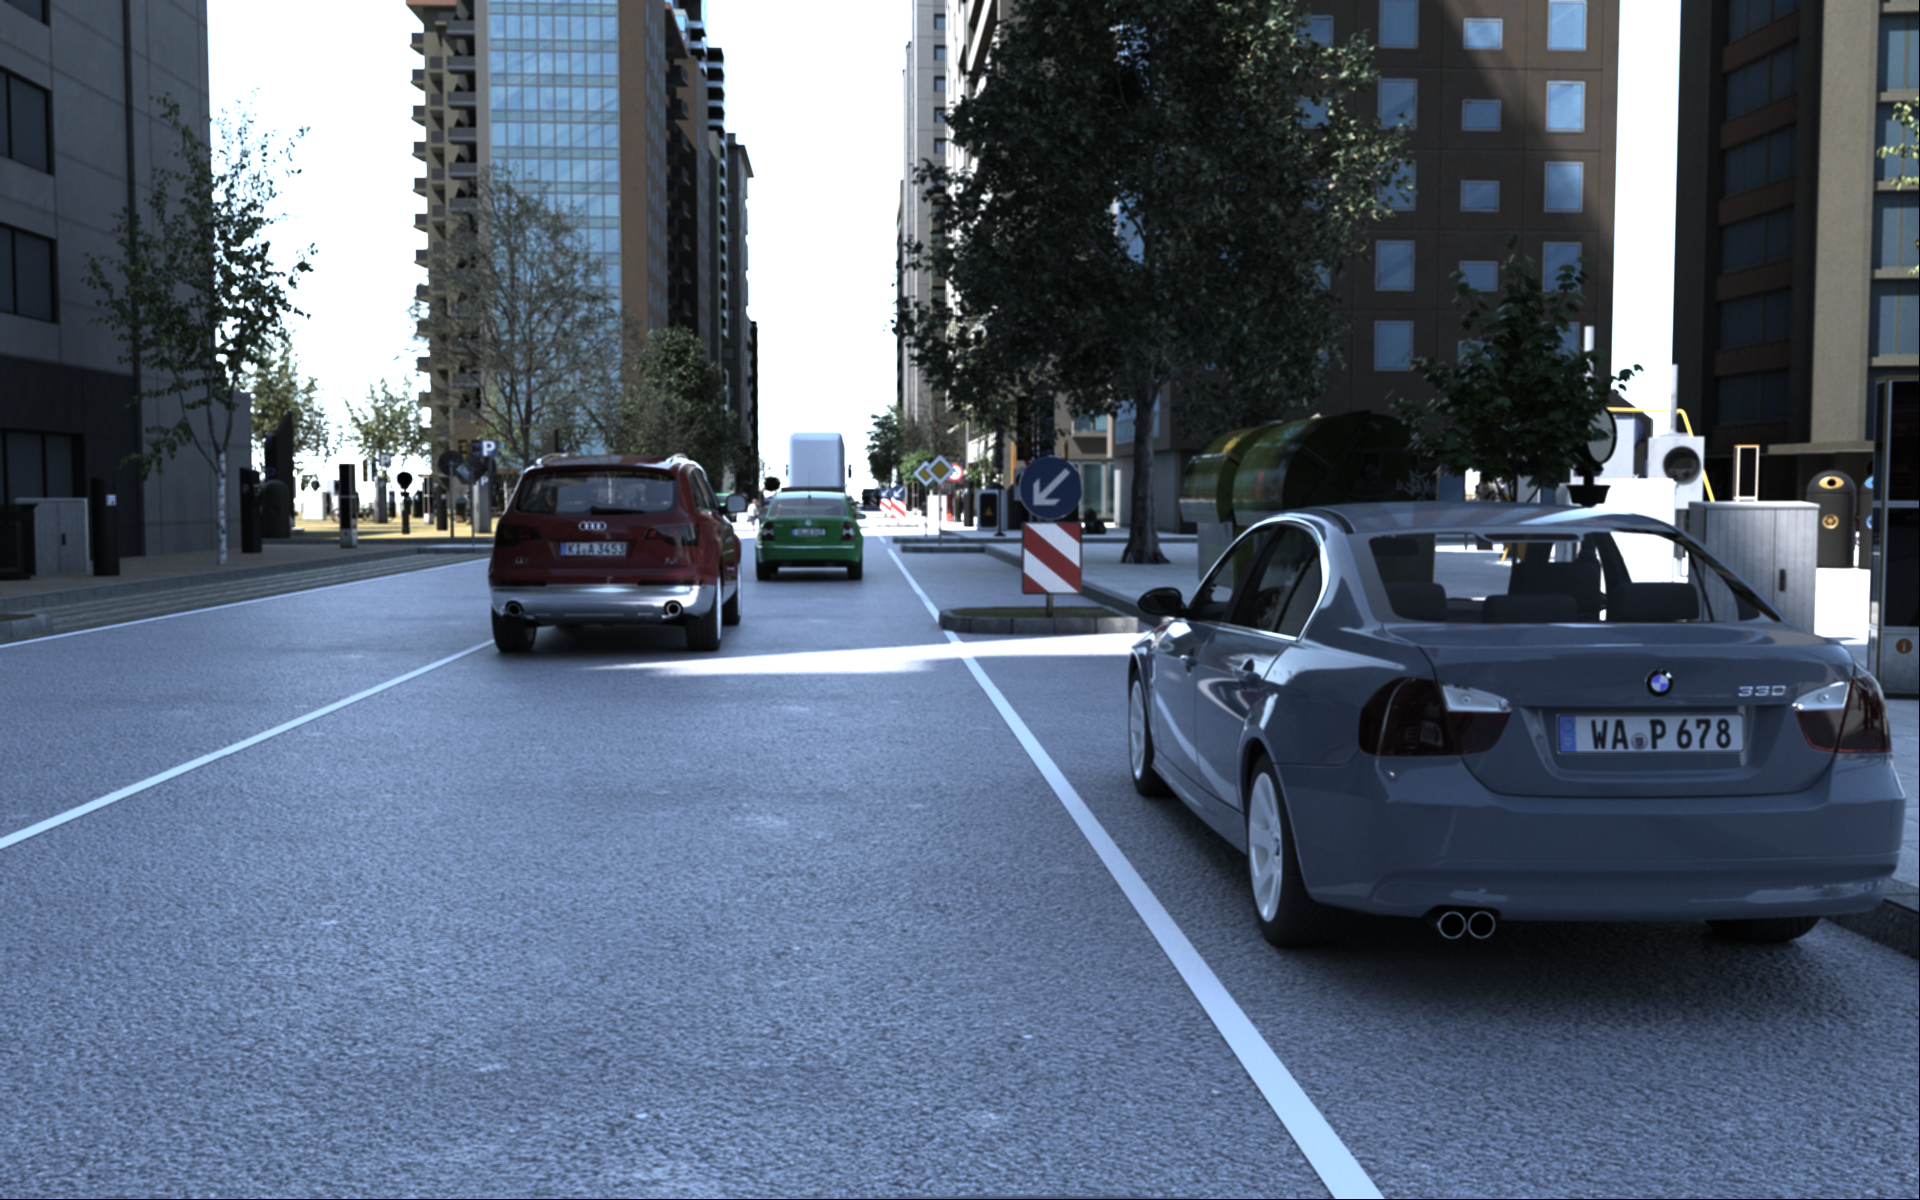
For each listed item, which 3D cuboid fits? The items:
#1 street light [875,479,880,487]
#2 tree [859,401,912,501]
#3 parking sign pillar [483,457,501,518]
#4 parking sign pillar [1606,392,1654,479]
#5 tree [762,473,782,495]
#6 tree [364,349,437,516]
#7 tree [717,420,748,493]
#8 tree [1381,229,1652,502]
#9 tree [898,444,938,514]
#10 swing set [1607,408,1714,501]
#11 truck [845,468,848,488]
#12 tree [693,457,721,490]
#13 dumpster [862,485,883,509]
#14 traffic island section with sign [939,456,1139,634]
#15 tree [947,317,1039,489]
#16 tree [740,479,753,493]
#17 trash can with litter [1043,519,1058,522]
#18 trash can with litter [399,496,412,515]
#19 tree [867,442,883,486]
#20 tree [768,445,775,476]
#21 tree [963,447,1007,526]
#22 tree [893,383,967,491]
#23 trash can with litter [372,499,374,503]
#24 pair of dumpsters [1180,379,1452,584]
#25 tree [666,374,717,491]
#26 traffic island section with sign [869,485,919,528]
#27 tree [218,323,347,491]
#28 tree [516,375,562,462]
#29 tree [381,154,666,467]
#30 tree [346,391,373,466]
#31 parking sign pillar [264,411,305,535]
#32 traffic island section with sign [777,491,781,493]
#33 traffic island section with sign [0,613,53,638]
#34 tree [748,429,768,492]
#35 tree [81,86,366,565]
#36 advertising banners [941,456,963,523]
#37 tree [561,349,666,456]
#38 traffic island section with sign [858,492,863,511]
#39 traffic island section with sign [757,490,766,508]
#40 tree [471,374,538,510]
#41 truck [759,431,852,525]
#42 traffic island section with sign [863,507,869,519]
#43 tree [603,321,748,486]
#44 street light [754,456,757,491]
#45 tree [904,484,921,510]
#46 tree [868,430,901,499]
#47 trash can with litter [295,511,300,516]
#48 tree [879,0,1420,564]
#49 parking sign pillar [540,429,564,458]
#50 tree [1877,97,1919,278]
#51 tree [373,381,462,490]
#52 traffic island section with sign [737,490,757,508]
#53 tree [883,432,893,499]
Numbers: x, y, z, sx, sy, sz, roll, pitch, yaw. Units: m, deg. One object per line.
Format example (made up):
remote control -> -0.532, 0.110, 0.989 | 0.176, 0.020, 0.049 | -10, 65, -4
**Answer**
street light -> -13.935, -19.128, 285.529 | 0.468, 5.910, 1.993 | 0, 4, -4
tree -> -8.339, -17.837, 209.758 | 7.486, 12.596, 7.792 | 0, 3, 0
parking sign pillar -> -25.609, -6.475, 94.339 | 1.447, 3.967, 1.447 | 0, 4, -1
parking sign pillar -> 16.399, -3.319, 42.731 | 1.447, 3.967, 1.447 | -3, 4, -37
tree -> -28.813, -17.212, 265.135 | 4.285, 4.588, 4.351 | 0, 3, 0
tree -> -29.230, -8.353, 86.933 | 4.737, 8.622, 4.395 | 0, 3, 0
tree -> -21.936, -12.620, 156.698 | 4.360, 8.622, 3.978 | 0, 3, 0
tree -> 4.088, -1.114, 12.818 | 1.663, 3.219, 1.824 | 0, 3, 0
tree -> -2.435, -8.008, 114.649 | 4.285, 4.588, 4.351 | 0, 3, 0
swing set -> 12.103, -2.081, 31.642 | 3.119, 2.851, 2.862 | -1, 4, -21
truck -> -13.269, -11.800, 181.849 | 2.839, 4.237, 11.283 | 0, 4, -2
tree -> -21.108, -9.688, 142.115 | 4.285, 4.588, 4.351 | 0, 3, 0
dumpster -> -8.246, -9.695, 163.456 | 1.985, 2.255, 1.502 | 0, 4, -3
traffic island section with sign -> 0.783, -0.612, 18.638 | 1.989, 1.847, 2.006 | 0, 4, -4
tree -> 1.124, -6.932, 63.708 | 4.737, 8.622, 4.395 | 0, 3, 0
tree -> -24.935, -12.571, 200.134 | 1.663, 3.219, 1.824 | 0, 3, 0
trash can with litter -> 3.230, -2.807, 57.279 | 1.055, 1.170, 0.624 | 0, 4, 6
trash can with litter -> -34.351, -5.874, 107.425 | 0.624, 1.170, 1.055 | 1, 4, 11
tree -> -10.145, -16.969, 227.808 | 4.360, 8.622, 3.978 | 0, 3, 0
tree -> -27.607, -17.674, 239.334 | 4.360, 8.622, 3.978 | 0, 3, 0
tree -> 1.072, -4.607, 69.919 | 1.663, 3.219, 1.824 | 0, 3, 0
tree -> -1.053, -9.555, 106.583 | 4.360, 8.622, 3.978 | 0, 3, 0
trash can with litter -> -33.442, -5.395, 99.593 | 0.624, 1.170, 1.055 | -1, 4, -15
pair of dumpsters -> 3.310, -0.870, 16.721 | 1.574, 2.255, 4.437 | 0, 4, -4
tree -> -17.875, -9.437, 104.654 | 4.360, 8.622, 3.978 | 0, 3, 0
traffic island section with sign -> -2.771, -4.010, 74.194 | 1.989, 1.847, 2.006 | 0, 4, -4
tree -> -28.942, -7.474, 72.566 | 4.360, 8.622, 3.978 | 0, 3, 0
tree -> -21.447, -8.776, 93.852 | 4.360, 8.622, 3.978 | 0, 3, 0
tree -> -16.158, -9.380, 63.739 | 12.009, 13.543, 11.850 | 0, 3, 0
tree -> -39.066, -9.519, 106.005 | 4.360, 8.622, 3.978 | 0, 3, 0
parking sign pillar -> -21.738, -4.087, 55.295 | 1.447, 3.967, 1.447 | 0, 4, 1
traffic island section with sign -> -24.153, -13.668, 232.103 | 1.989, 1.847, 2.006 | 0, 4, -4
traffic island section with sign -> -10.445, -0.545, 17.533 | 1.989, 1.847, 2.006 | 0, 4, -4
tree -> -23.011, -14.114, 181.122 | 4.360, 8.622, 3.978 | 0, 3, 0
tree -> -13.595, -4.963, 31.500 | 4.737, 8.622, 4.395 | 0, 3, 0
advertising banners -> -0.443, -5.012, 78.135 | 0.090, 3.025, 2.074 | -2, 4, -31
tree -> -16.940, -8.235, 85.006 | 4.360, 8.622, 3.978 | 0, 3, 0
traffic island section with sign -> -7.687, -8.722, 151.228 | 1.989, 1.847, 2.006 | 0, 4, -4
traffic island section with sign -> -20.645, -10.306, 177.126 | 1.989, 1.847, 2.006 | 0, 4, -4
tree -> -27.476, -9.442, 104.731 | 4.737, 8.622, 4.395 | 0, 3, 0
truck -> -5.989, -4.815, 68.485 | 2.967, 4.110, 18.799 | 0, 4, -2
traffic island section with sign -> -4.486, -5.656, 101.095 | 1.989, 1.847, 2.006 | 0, 4, -4
tree -> -18.826, -12.083, 114.563 | 9.611, 12.733, 9.660 | 0, 3, 0
street light -> -24.812, -14.532, 210.389 | 0.468, 5.910, 1.993 | 0, 4, -4
tree -> -3.778, -9.011, 141.929 | 1.663, 3.219, 1.824 | 0, 3, 0
tree -> -8.417, -15.140, 197.900 | 4.737, 8.622, 4.395 | 0, 3, 0
trash can with litter -> -38.665, -5.416, 99.945 | 1.055, 1.170, 0.624 | -1, 4, -11
tree -> 3.412, -7.014, 31.688 | 9.611, 12.733, 9.660 | 0, 3, 0
parking sign pillar -> -17.101, -5.146, 72.617 | 1.447, 3.967, 1.447 | -3, 5, -42
tree -> 12.066, -4.191, 18.887 | 4.737, 8.622, 4.395 | 0, 3, 0
tree -> -34.611, -9.881, 111.917 | 4.360, 8.622, 3.978 | 0, 3, 0
traffic island section with sign -> -18.925, -8.659, 150.205 | 1.989, 1.847, 2.006 | 0, 4, -4
tree -> -3.390, -11.276, 134.730 | 4.360, 8.622, 3.978 | 0, 3, 0
